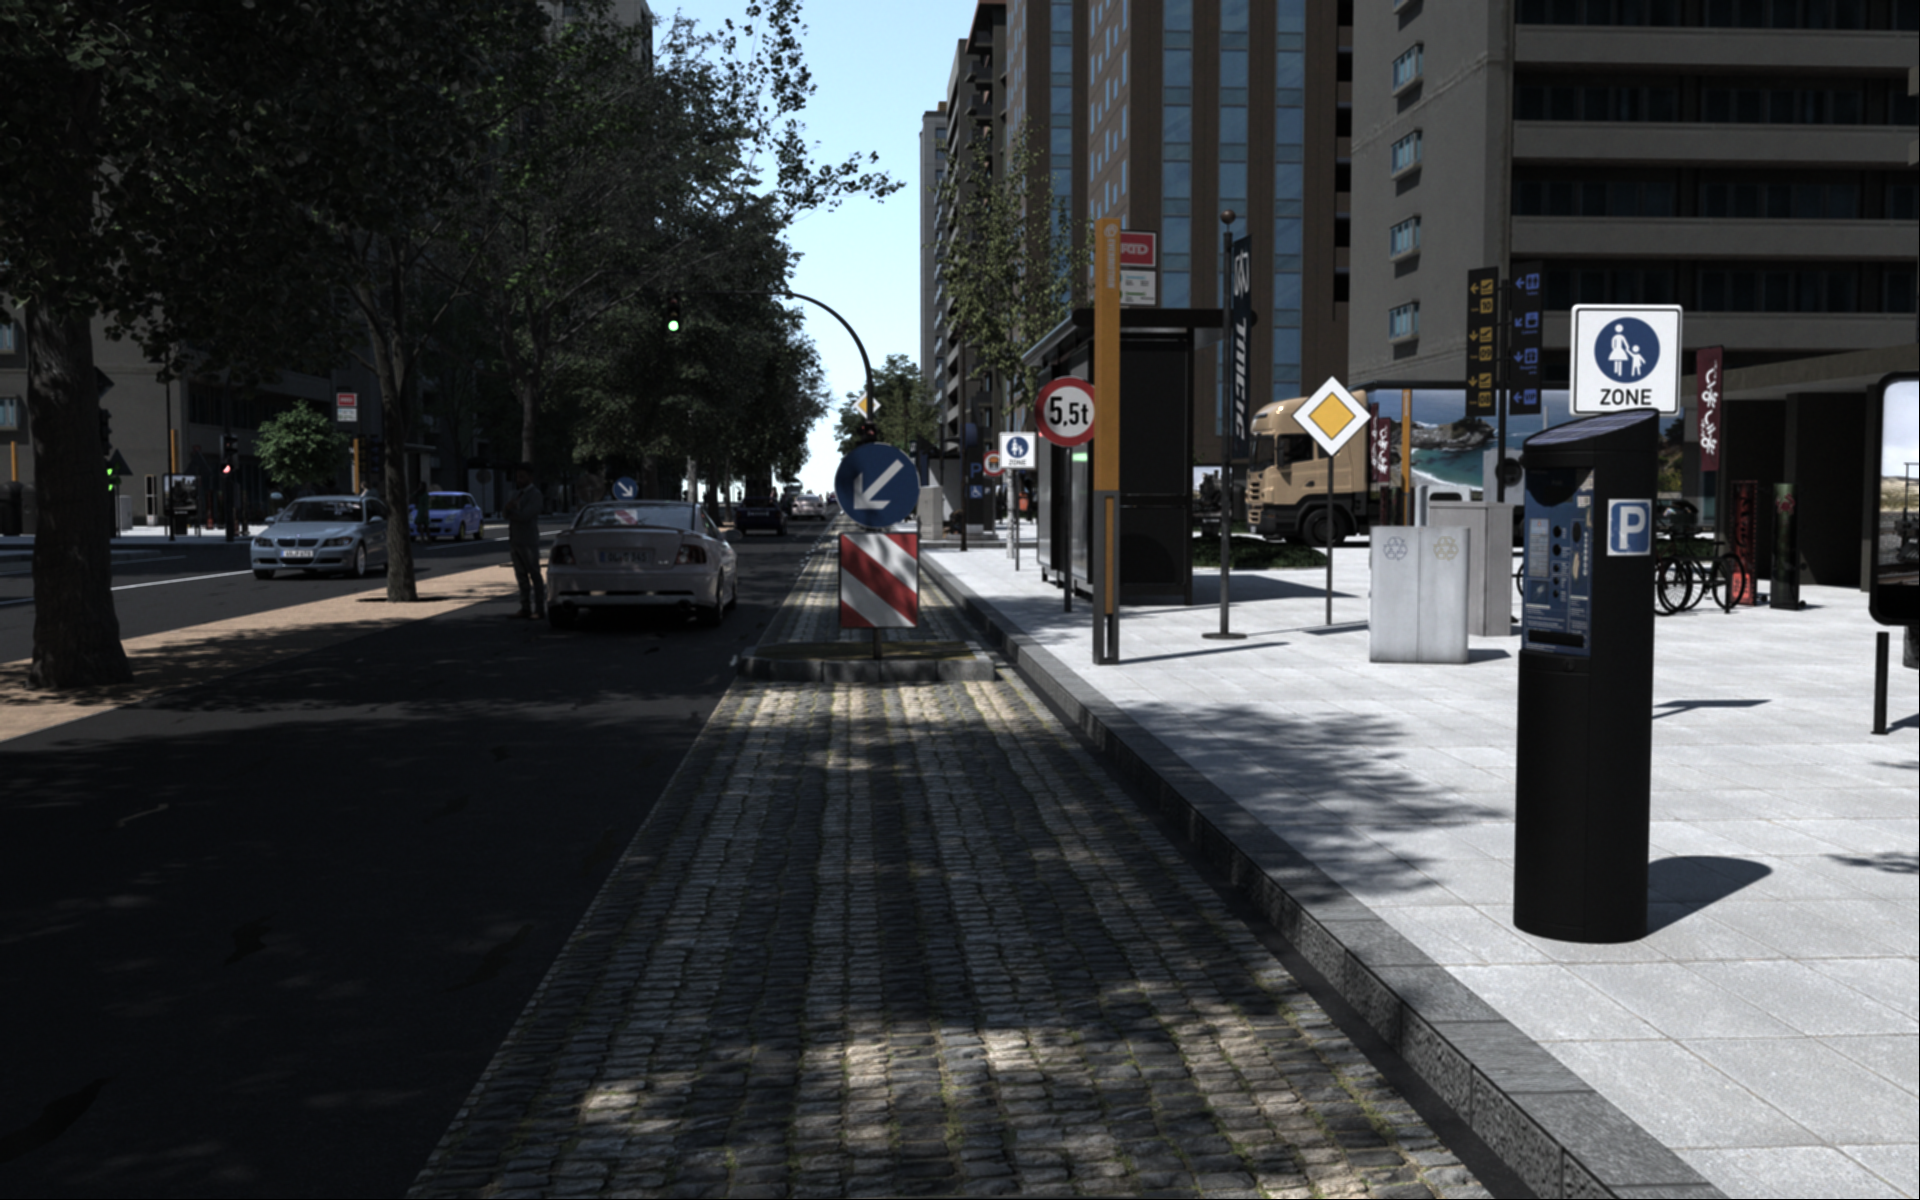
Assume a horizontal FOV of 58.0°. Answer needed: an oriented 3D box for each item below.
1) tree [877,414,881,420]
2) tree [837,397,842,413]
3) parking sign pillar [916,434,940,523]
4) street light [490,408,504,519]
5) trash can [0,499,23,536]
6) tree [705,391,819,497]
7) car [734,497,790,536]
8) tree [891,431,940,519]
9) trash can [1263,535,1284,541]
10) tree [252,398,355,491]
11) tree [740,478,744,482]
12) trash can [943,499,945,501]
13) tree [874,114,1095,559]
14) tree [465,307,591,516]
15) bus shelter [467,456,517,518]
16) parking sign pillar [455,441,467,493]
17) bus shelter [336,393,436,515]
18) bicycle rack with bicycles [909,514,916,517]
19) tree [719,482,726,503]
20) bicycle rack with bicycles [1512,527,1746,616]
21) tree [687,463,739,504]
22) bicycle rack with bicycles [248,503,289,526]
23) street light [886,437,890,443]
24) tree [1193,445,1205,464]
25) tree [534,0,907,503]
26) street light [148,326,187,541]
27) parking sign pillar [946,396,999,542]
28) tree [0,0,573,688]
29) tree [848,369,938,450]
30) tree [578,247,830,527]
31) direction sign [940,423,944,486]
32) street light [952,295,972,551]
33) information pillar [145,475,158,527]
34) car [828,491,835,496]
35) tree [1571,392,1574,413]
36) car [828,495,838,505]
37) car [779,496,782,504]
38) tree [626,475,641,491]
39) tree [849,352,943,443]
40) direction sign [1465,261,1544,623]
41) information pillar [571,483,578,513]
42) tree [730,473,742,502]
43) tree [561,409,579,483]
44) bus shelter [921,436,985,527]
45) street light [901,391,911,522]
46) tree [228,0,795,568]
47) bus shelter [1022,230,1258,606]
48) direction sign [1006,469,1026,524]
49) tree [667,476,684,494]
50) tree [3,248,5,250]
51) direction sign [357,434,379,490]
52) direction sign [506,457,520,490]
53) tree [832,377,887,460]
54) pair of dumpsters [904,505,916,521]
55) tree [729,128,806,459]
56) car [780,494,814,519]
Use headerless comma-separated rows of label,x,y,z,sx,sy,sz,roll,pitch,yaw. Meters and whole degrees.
tree,-6.032,-12.273,151.027,4.360,8.622,3.978,0,3,0
tree,-11.532,-10.567,85.593,12.009,13.543,11.850,0,3,0
parking sign pillar,-1.239,-5.433,77.304,1.447,3.967,1.447,-1,4,-17
street light,-24.183,-7.208,90.638,0.468,5.910,1.993,0,4,-4
trash can,-29.128,-2.538,53.156,0.748,1.137,0.748,0,3,0
tree,-12.884,-10.508,108.670,8.767,10.594,7.601,0,4,-4
car,-6.939,-2.927,60.429,1.945,1.354,3.894,0,4,-4
tree,-2.320,-6.504,90.052,4.285,4.588,4.351,0,3,0
trash can,8.639,-2.201,47.639,0.748,1.137,0.748,0,3,0
tree,-22.412,-4.597,58.871,4.285,4.588,4.351,0,3,0
tree,-35.566,-21.236,265.341,7.486,12.596,7.792,0,3,0
trash can,-0.827,-2.612,54.366,0.748,1.137,0.748,0,3,0
tree,1.162,-5.110,33.916,4.737,8.622,4.395,0,3,0
tree,-25.453,-11.260,102.235,7.486,12.596,7.792,0,3,0
bus shelter,-25.780,-6.184,95.028,2.014,3.302,5.546,0,4,-4
parking sign pillar,-25.629,-6.145,88.936,1.447,3.967,1.447,-1,4,-22
bus shelter,-23.721,-5.731,71.336,2.179,5.291,8.768,0,4,-3
bicycle rack with bicycles,-2.743,-5.030,95.630,2.852,0.926,2.925,-1,4,-16
tree,-34.788,-15.863,253.955,1.663,3.219,1.824,0,3,0
bicycle rack with bicycles,7.354,-0.350,19.103,2.925,0.926,2.852,-1,4,-13
tree,-34.449,-19.365,234.750,7.486,12.596,7.792,0,3,0
bicycle rack with bicycles,-27.994,-3.486,70.385,2.852,0.926,2.925,0,4,6
street light,-5.067,-9.117,121.844,0.468,5.910,1.993,0,4,-4
tree,9.162,-4.500,68.183,1.663,3.219,1.824,0,3,0
tree,-8.666,-12.522,63.085,12.611,20.169,13.585,0,3,0
street light,-21.577,-4.555,47.255,0.468,5.910,1.993,0,4,-4
parking sign pillar,0.337,-3.594,47.239,1.447,3.967,1.447,-1,4,-9
tree,-6.586,-6.323,12.497,9.857,13.997,8.962,0,3,0
tree,-5.000,-11.892,128.850,7.601,10.594,8.767,0,4,8
tree,-10.645,-9.476,74.403,9.611,12.733,9.660,0,3,0
direction sign,-0.582,-3.885,55.519,0.379,3.537,0.876,0,4,6
street light,0.084,-4.041,38.859,0.468,5.910,1.993,0,4,-4
information pillar,-31.773,-3.889,68.085,0.304,2.012,0.304,0,4,1
car,-17.394,-14.364,243.526,2.281,1.827,5.304,0,4,-2
tree,3.596,-4.623,1.340,9.928,11.665,9.643,0,3,0
car,-16.356,-12.998,225.100,1.945,1.354,3.894,0,4,-5
car,-25.325,-14.626,251.720,1.945,1.354,3.894,0,4,-2
tree,-28.909,-9.704,153.257,1.663,3.219,1.824,0,3,0
tree,-4.797,-13.505,138.927,7.486,12.596,7.792,0,3,0
direction sign,5.393,-1.544,17.239,0.379,3.537,0.876,-2,4,-35
information pillar,-26.441,-6.994,118.848,0.304,2.012,0.304,1,4,17
tree,-35.919,-19.820,274.426,4.737,8.622,4.395,0,3,0
tree,-27.110,-13.413,136.308,9.611,12.733,9.660,0,3,0
bus shelter,-0.295,-4.245,63.337,2.014,3.302,5.546,0,4,-4
street light,-2.441,-6.442,78.115,0.468,5.910,1.993,0,4,-4
tree,-8.468,-7.393,33.699,12.009,13.543,11.850,0,3,0
bus shelter,2.081,-2.829,23.885,2.179,5.291,8.768,0,4,-3
direction sign,2.362,-4.967,73.212,0.876,3.537,0.379,-1,4,-13
tree,-30.314,-11.559,183.598,1.663,3.219,1.824,0,3,0
tree,-20.171,-6.763,28.710,7.486,12.596,7.792,0,3,0
direction sign,-22.427,-4.508,65.699,0.379,3.537,0.876,3,5,40
direction sign,-27.590,-7.035,107.016,0.876,3.537,0.379,0,4,2
tree,-8.935,-16.993,184.484,9.857,13.997,8.962,0,3,0
pair of dumpsters,-2.140,-5.060,85.228,1.574,2.255,4.437,0,4,-3
tree,-9.031,-8.644,50.441,9.857,13.997,8.962,0,3,0
car,-9.526,-5.494,101.633,2.131,1.459,4.920,0,4,-3
